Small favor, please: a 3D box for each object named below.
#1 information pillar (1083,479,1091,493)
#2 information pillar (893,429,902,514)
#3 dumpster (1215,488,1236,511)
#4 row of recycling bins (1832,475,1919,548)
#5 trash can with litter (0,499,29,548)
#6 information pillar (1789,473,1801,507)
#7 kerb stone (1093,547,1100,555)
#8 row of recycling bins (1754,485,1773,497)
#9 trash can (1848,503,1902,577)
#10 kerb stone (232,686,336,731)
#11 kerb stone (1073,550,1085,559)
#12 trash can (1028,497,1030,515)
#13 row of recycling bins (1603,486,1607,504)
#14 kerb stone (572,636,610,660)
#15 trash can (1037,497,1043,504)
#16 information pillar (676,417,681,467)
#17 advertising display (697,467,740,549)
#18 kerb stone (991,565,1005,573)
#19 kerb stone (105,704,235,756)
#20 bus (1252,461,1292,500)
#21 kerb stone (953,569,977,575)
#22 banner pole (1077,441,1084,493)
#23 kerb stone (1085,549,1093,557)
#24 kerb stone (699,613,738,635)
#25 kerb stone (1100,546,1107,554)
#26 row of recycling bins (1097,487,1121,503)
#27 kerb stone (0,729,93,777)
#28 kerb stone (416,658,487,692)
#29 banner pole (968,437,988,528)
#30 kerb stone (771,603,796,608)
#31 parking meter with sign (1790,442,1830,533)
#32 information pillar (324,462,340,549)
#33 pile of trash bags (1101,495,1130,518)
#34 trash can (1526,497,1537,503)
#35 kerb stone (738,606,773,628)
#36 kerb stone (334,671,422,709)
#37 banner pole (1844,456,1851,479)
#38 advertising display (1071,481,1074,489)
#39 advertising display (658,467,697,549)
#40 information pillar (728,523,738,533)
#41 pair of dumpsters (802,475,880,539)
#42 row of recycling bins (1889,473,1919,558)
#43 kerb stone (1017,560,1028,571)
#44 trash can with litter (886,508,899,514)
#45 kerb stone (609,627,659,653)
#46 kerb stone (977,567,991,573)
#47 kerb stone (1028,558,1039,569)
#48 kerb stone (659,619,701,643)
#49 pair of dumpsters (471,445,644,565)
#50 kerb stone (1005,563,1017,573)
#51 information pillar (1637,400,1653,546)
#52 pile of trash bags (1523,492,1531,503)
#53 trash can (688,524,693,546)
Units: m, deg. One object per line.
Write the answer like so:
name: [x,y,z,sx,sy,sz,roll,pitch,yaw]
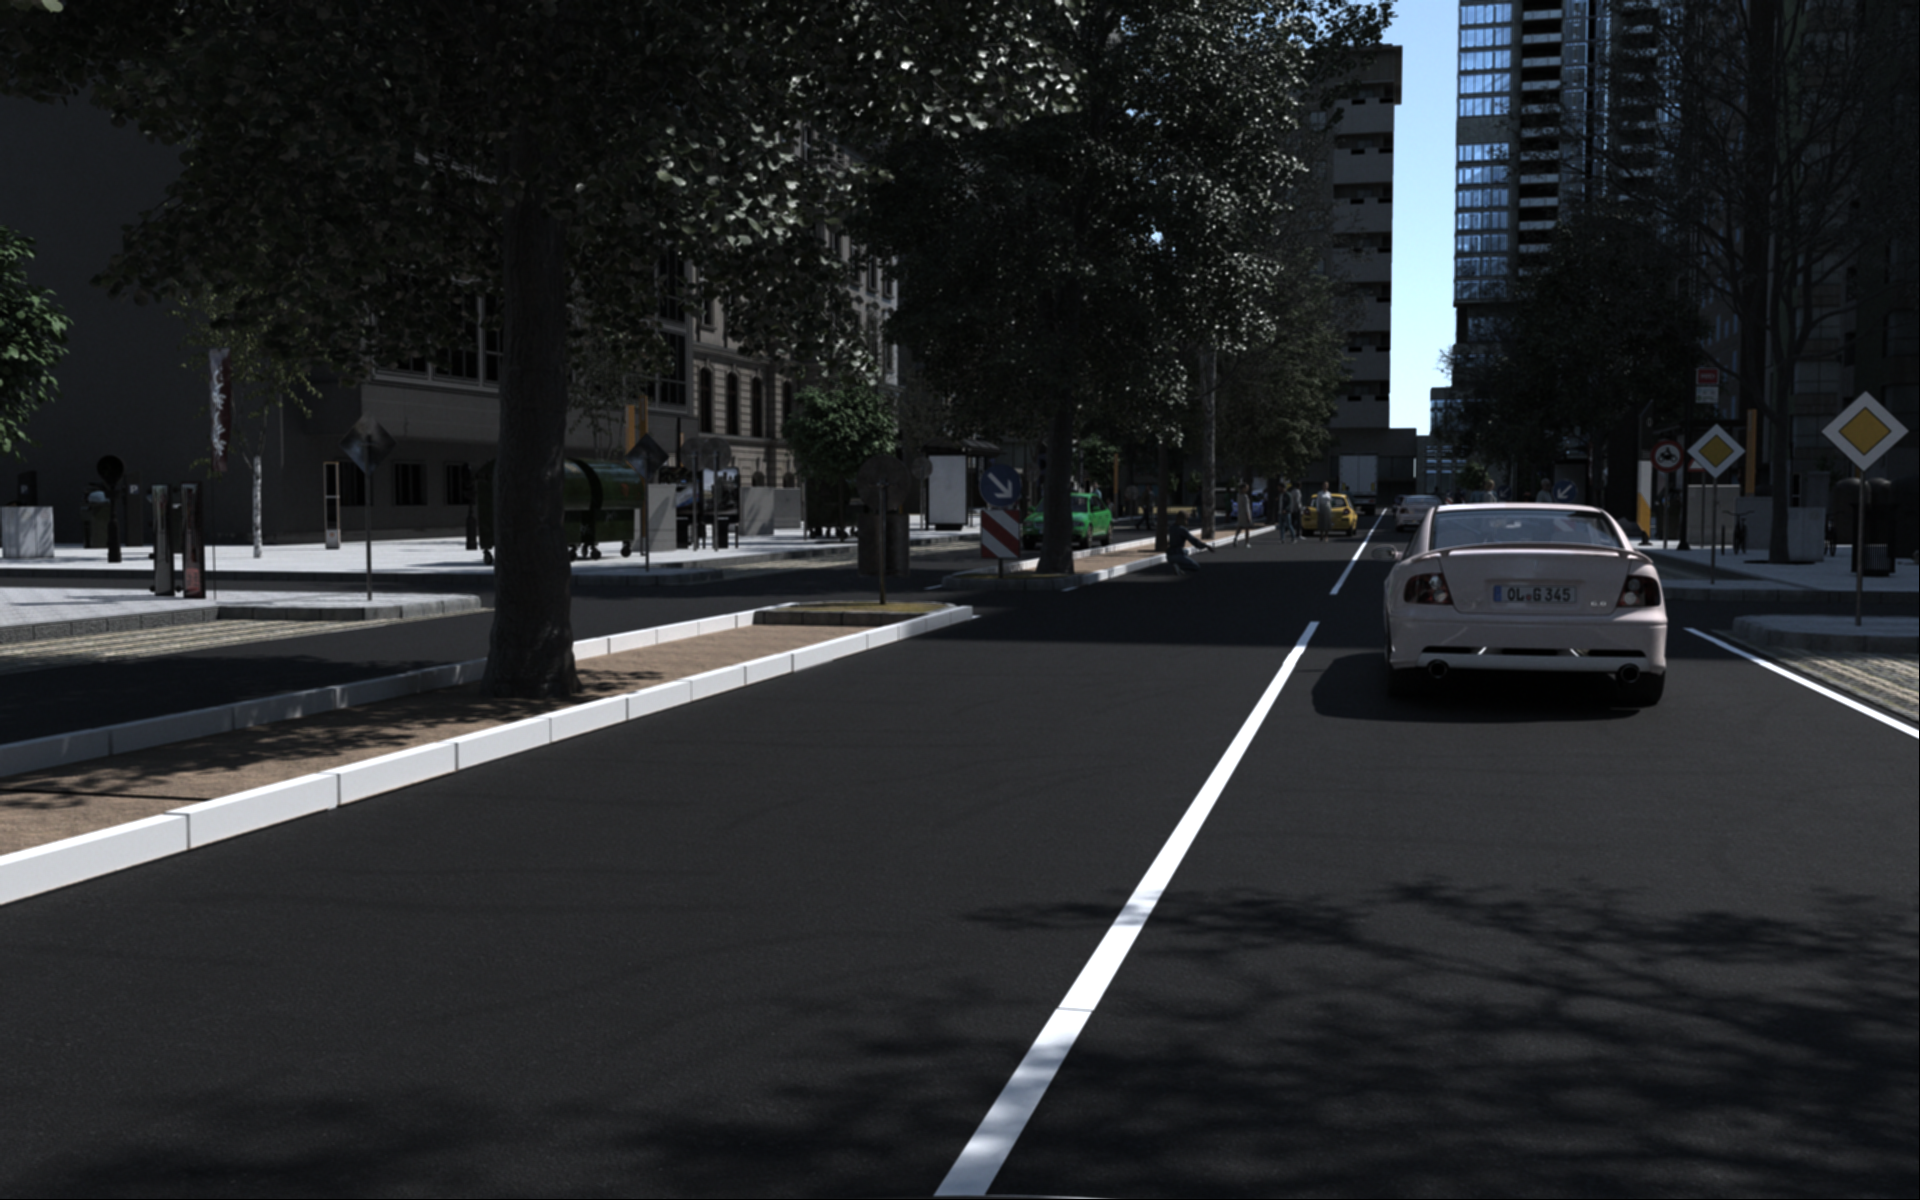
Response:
information pillar: [6.330,-5.009,86.387,0.304,2.012,0.304,-1,4,-10]
information pillar: [-2.239,-4.335,62.227,0.183,3.616,0.504,3,4,38]
dumpster: [18.727,-7.043,123.360,1.865,1.857,1.264,1,4,14]
row of recycling bins: [23.899,-2.296,44.654,3.534,1.692,1.069,-2,4,-28]
trash can with litter: [-22.754,-1.839,41.453,1.055,1.170,0.624,2,4,34]
information pillar: [29.212,-3.432,60.601,0.304,2.012,0.304,1,4,15]
kerb stone: [3.063,-1.109,40.323,0.120,0.150,1.000,1,4,14]
row of recycling bins: [36.033,-4.293,77.311,1.069,1.692,3.534,2,4,31]
trash can: [14.238,-0.937,26.978,0.748,1.137,0.748,0,3,0]
kerb stone: [-4.313,0.688,10.950,0.120,0.150,1.000,1,4,14]
kerb stone: [2.561,-0.987,38.332,0.120,0.150,1.000,1,4,14]
trash can: [3.806,-5.070,94.544,0.748,1.137,0.748,0,3,0]
row of recycling bins: [33.515,-5.036,89.447,1.069,1.692,3.534,-2,4,-32]
kerb stone: [-3.316,0.443,14.948,0.120,0.150,1.000,1,4,14]
trash can: [3.810,-4.028,77.516,0.748,1.137,0.748,0,3,0]
information pillar: [-8.588,-3.760,52.826,0.183,3.616,0.504,-1,4,-17]
advertising display: [-5.630,-2.166,40.628,0.974,1.923,0.123,-2,4,-34]
kerb stone: [0.568,-0.498,30.375,0.120,0.150,1.000,1,4,14]
kerb stone: [-4.562,0.750,9.955,0.120,0.150,1.000,1,4,14]
bus: [23.029,-8.350,128.073,2.896,3.916,12.252,1,4,13]
kerb stone: [0.060,-0.378,28.379,0.120,0.150,1.000,1,4,14]
banner pole: [5.707,-5.636,82.164,0.401,3.779,0.863,-1,4,-19]
kerb stone: [2.817,-1.048,39.327,0.120,0.150,1.000,1,4,14]
kerb stone: [-2.566,0.262,17.938,0.120,0.150,1.000,1,4,14]
kerb stone: [3.314,-1.170,41.321,0.120,0.150,1.000,1,4,14]
row of recycling bins: [8.636,-5.763,101.343,1.069,1.692,3.534,1,4,21]
kerb stone: [-4.818,0.809,8.961,0.120,0.150,1.000,1,4,14]
kerb stone: [-3.812,0.567,12.952,0.120,0.150,1.000,1,4,14]
banner pole: [0.665,-4.678,66.499,0.863,3.779,0.401,0,4,-7]
kerb stone: [-2.063,0.139,19.928,0.120,0.150,1.000,1,4,14]
parking meter with sign: [28.690,-3.769,57.878,1.738,3.016,0.543,2,4,29]
information pillar: [-14.590,-2.187,40.244,0.304,2.012,0.304,-1,4,-14]
pile of trash bags: [8.302,-5.210,94.931,3.447,1.369,1.912,-3,5,-42]
trash can: [26.410,-4.156,79.596,0.748,1.137,0.748,0,3,0]
kerb stone: [-2.306,0.202,18.926,0.120,0.150,1.000,1,4,14]
kerb stone: [-4.060,0.632,11.956,0.120,0.150,1.000,1,4,14]
banner pole: [39.757,-5.340,77.322,0.863,3.779,0.401,1,4,22]
advertising display: [5.312,-5.066,88.048,0.974,1.923,0.123,1,4,12]
advertising display: [-6.577,-2.167,40.645,0.974,1.923,0.123,-1,4,-22]
information pillar: [-7.510,-3.231,57.317,0.304,2.012,0.304,1,4,8]
pair of dumpsters: [-3.322,-2.985,51.298,1.574,2.255,4.437,1,4,14]
row of recycling bins: [20.273,-1.730,35.403,3.534,1.692,1.069,-2,4,-27]
kerb stone: [1.070,-0.617,32.367,0.120,0.150,1.000,1,4,14]
trash can with litter: [-2.437,-2.630,54.384,1.055,1.170,0.624,1,4,15]
kerb stone: [-3.058,0.382,15.946,0.120,0.150,1.000,1,4,14]
kerb stone: [0.309,-0.439,29.372,0.120,0.150,1.000,1,4,14]
kerb stone: [1.321,-0.681,33.357,0.120,0.150,1.000,1,4,14]
kerb stone: [-2.811,0.321,16.944,0.120,0.150,1.000,1,4,14]
pair of dumpsters: [-7.656,-1.877,33.176,1.574,2.255,4.437,1,4,14]
kerb stone: [0.815,-0.556,31.368,0.120,0.150,1.000,1,4,14]
information pillar: [17.053,-3.166,43.112,0.504,3.616,0.183,-3,4,-36]
pile of trash bags: [29.905,-4.837,88.830,1.912,1.369,3.447,-1,4,-14]
trash can: [-6.909,-1.924,43.105,0.748,1.137,0.748,0,3,0]
